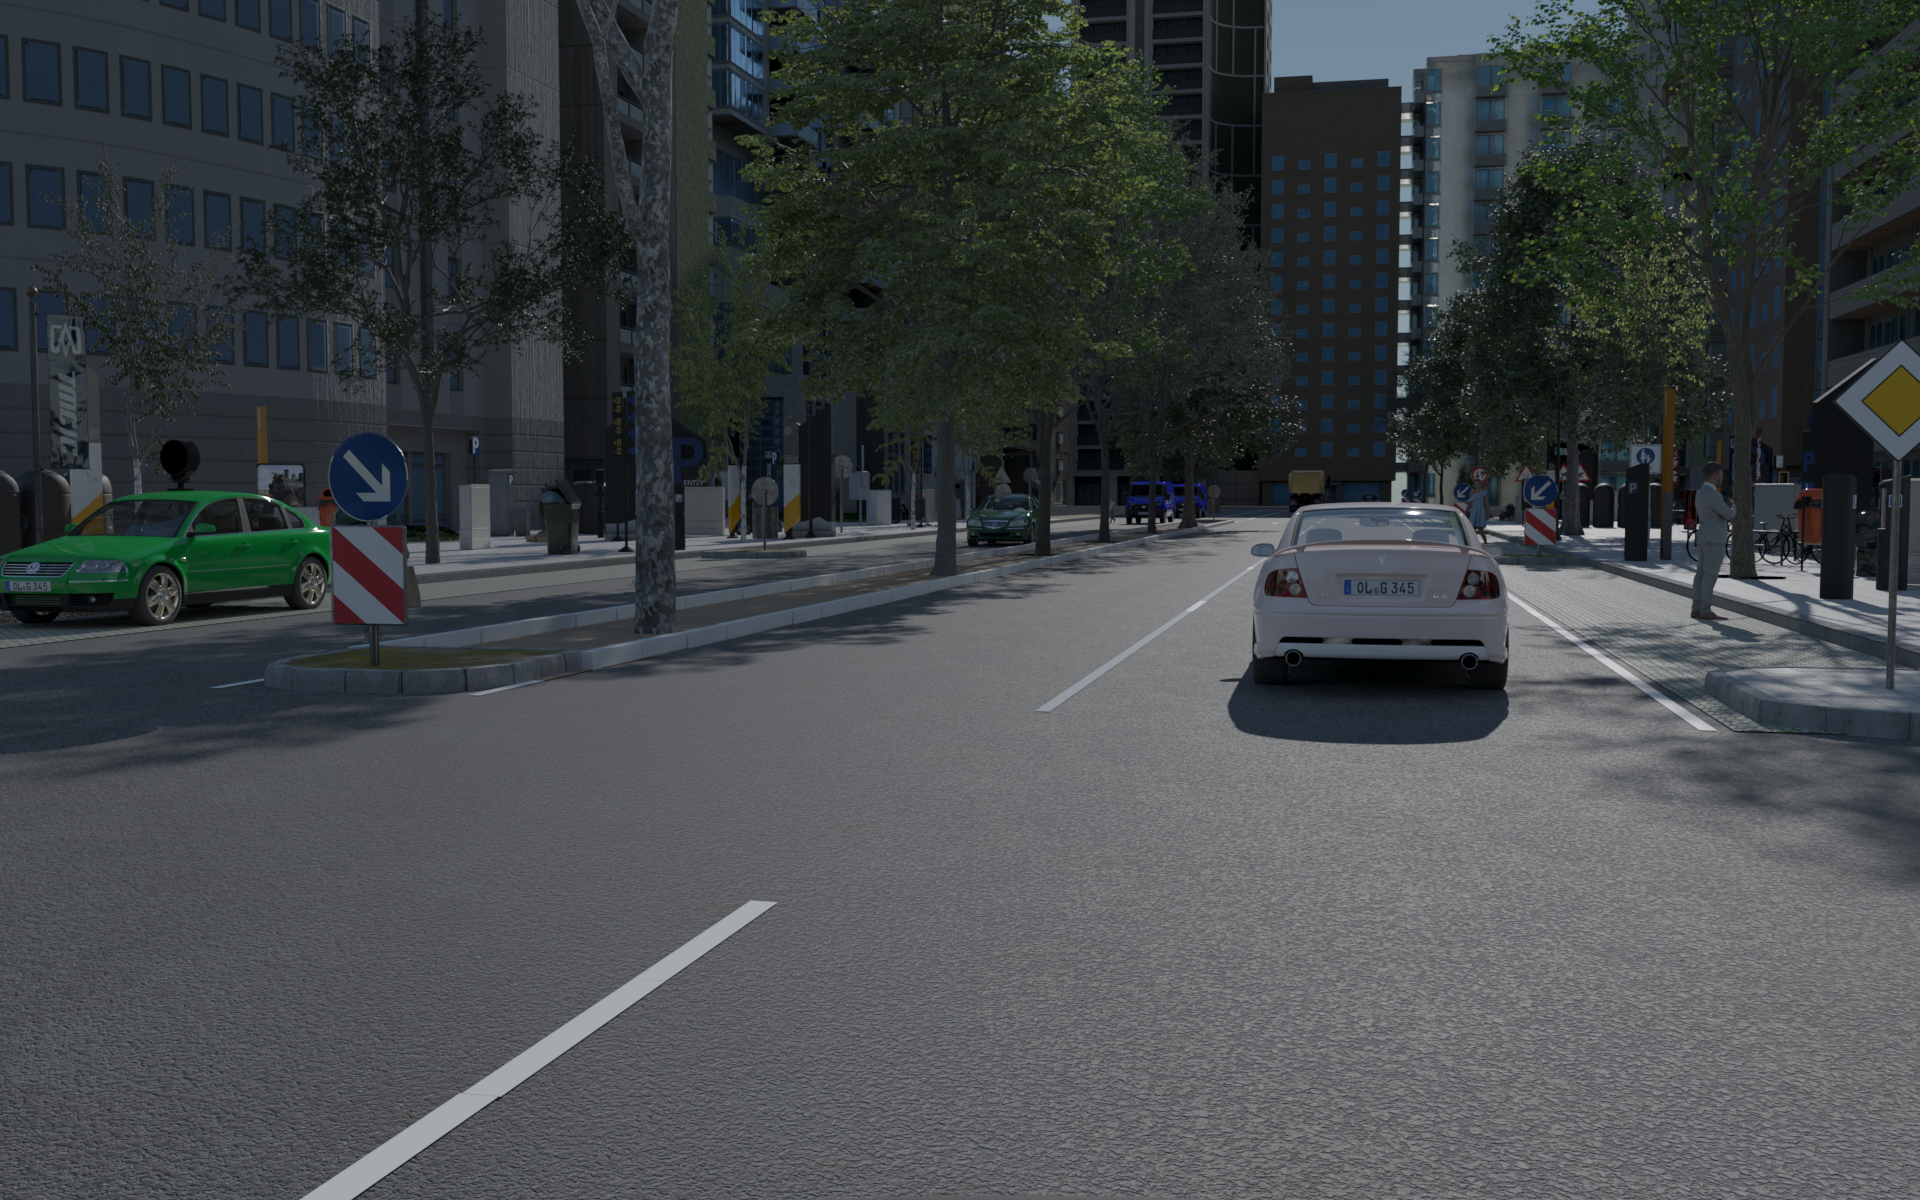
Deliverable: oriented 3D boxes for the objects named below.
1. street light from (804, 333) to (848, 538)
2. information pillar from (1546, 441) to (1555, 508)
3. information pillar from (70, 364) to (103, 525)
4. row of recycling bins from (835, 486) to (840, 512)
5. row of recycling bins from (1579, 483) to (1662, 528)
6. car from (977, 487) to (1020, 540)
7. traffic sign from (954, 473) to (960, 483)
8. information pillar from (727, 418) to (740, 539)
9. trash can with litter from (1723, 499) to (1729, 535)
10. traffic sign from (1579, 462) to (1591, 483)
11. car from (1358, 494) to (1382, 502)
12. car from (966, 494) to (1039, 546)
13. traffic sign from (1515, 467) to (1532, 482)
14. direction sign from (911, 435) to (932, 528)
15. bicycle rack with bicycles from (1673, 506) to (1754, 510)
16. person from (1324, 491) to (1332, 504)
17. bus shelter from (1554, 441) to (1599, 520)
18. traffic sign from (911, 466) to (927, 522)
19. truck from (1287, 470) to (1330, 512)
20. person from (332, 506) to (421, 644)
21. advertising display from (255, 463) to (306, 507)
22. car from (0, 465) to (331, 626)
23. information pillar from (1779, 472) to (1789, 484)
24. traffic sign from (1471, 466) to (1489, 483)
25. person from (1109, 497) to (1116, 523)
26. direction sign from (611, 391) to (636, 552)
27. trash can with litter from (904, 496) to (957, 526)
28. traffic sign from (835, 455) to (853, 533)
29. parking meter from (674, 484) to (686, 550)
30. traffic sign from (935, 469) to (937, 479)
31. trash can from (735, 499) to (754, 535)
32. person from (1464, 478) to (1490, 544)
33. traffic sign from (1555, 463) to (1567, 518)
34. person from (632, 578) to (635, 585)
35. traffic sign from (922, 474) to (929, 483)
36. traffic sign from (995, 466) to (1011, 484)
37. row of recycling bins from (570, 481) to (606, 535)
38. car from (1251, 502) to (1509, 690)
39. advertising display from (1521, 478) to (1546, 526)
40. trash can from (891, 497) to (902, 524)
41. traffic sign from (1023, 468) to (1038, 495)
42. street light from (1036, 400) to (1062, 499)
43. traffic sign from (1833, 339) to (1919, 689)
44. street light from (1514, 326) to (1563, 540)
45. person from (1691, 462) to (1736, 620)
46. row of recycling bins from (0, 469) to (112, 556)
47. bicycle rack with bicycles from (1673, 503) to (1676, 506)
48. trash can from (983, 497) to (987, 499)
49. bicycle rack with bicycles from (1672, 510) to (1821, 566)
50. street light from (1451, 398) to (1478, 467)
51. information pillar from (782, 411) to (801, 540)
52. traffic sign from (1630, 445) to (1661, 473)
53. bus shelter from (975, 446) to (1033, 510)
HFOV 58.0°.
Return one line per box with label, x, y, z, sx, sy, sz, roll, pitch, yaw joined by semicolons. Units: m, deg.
street light;-3.819;-4.747;50.147;1.470;5.913;1.316;1;4;13
information pillar;20.599;-4.226;60.447;0.183;3.616;0.504;3;5;44
information pillar;-14.143;-2.240;27.984;0.183;3.616;0.504;3;4;39
row of recycling bins;-6.274;-4.728;84.422;1.069;1.692;3.534;0;4;-2
row of recycling bins;25.284;-3.642;66.662;3.534;1.692;1.069;1;4;22
car;1.611;-2.743;54.640;2.009;1.686;4.222;1;4;12
traffic sign;-0.437;-5.058;82.694;0.884;2.594;0.081;1;4;17
information pillar;-6.555;-3.595;50.138;0.183;3.616;0.504;2;4;26
trash can with litter;18.979;-1.963;43.481;0.624;1.170;1.055;2;4;25
traffic sign;25.328;-4.332;70.824;0.884;2.594;0.081;1;4;15
car;35.336;-8.531;149.270;2.009;1.686;4.222;1;4;13
car;1.410;-2.277;49.029;2.131;1.459;4.920;1;4;12
traffic sign;23.918;-4.477;73.209;0.884;2.594;0.081;1;4;18
direction sign;-1.484;-4.554;66.452;0.876;3.537;0.379;-2;4;-27
bicycle rack with bicycles;18.456;-1.691;41.031;2.852;0.926;2.925;2;4;29
person;34.023;-9.250;160.287;0.990;1.755;0.434;3;4;38
bus shelter;27.994;-5.384;79.319;1.731;3.624;6.357;1;4;13
traffic sign;-1.912;-4.865;79.653;0.768;2.556;0.104;1;4;17
truck;28.022;-8.799;139.779;3.469;3.379;9.791;1;4;13
person;-5.453;-0.476;16.264;0.794;1.824;0.713;-2;4;-35
advertising display;-14.188;-1.896;36.218;0.974;1.923;0.123;-1;4;-14
car;-9.157;-0.701;20.255;1.959;1.807;4.718;1;4;13
information pillar;26.993;-3.198;56.782;0.304;2.012;0.304;2;4;27
traffic sign;23.900;-4.867;79.685;0.768;2.556;0.104;1;4;17
person;7.513;-4.442;85.373;0.306;1.304;0.590;3;5;41
direction sign;-7.384;-2.828;38.242;0.876;3.537;0.379;3;5;42
trash can with litter;-1.278;-3.550;69.107;2.233;1.210;1.678;1;4;11
traffic sign;-3.893;-3.467;56.792;0.768;2.556;0.104;1;4;17
parking meter;-6.478;-1.912;39.666;0.372;1.533;0.369;0;3;0
traffic sign;-0.828;-4.911;80.408;0.768;2.556;0.104;1;4;17
trash can;-6.829;-2.627;54.611;0.748;1.137;0.748;0;3;0
person;12.423;-2.021;41.634;0.778;1.811;0.616;-3;5;-44
traffic sign;25.139;-4.414;72.169;0.884;2.594;0.081;1;4;17
person;-4.557;-1.002;25.554;0.598;1.740;0.731;-2;4;-31
traffic sign;-1.817;-4.980;81.524;0.768;2.556;0.104;1;4;16
traffic sign;1.907;-4.882;79.824;0.884;2.594;0.081;1;4;14
row of recycling bins;-12.145;-3.017;56.442;1.069;1.692;3.534;-2;4;-24
car;3.408;-0.113;14.211;2.083;1.381;4.827;1;4;12
advertising display;23.302;-3.984;70.350;0.974;1.923;0.123;0;4;-3
trash can;-2.882;-3.875;75.011;0.748;1.137;0.748;0;3;0
traffic sign;3.414;-5.139;84.130;0.768;2.556;0.104;1;4;22
street light;4.307;-6.864;84.766;1.470;5.913;1.316;1;4;13
traffic sign;6.116;-0.470;11.333;0.795;2.450;0.064;1;4;13
street light;16.024;-4.616;48.008;1.470;5.913;1.316;1;4;13
person;8.620;-0.677;19.742;0.466;1.800;0.511;-1;4;-9
row of recycling bins;-15.349;-1.288;28.164;1.069;1.692;3.534;1;4;23
bicycle rack with bicycles;28.484;-3.514;70.829;2.925;0.926;2.852;3;5;44
trash can;1.478;-4.344;82.676;0.748;1.137;0.748;0;3;0
bicycle rack with bicycles;15.275;-1.133;31.902;2.852;0.926;2.925;-1;4;-13
street light;24.218;-6.759;83.055;1.470;5.913;1.316;1;4;13
information pillar;-4.731;-3.503;48.635;0.504;3.616;0.183;1;4;18
traffic sign;14.129;-2.057;35.755;0.606;2.300;0.079;1;4;18
bus shelter;2.251;-5.840;86.768;1.731;3.624;6.357;1;4;13
